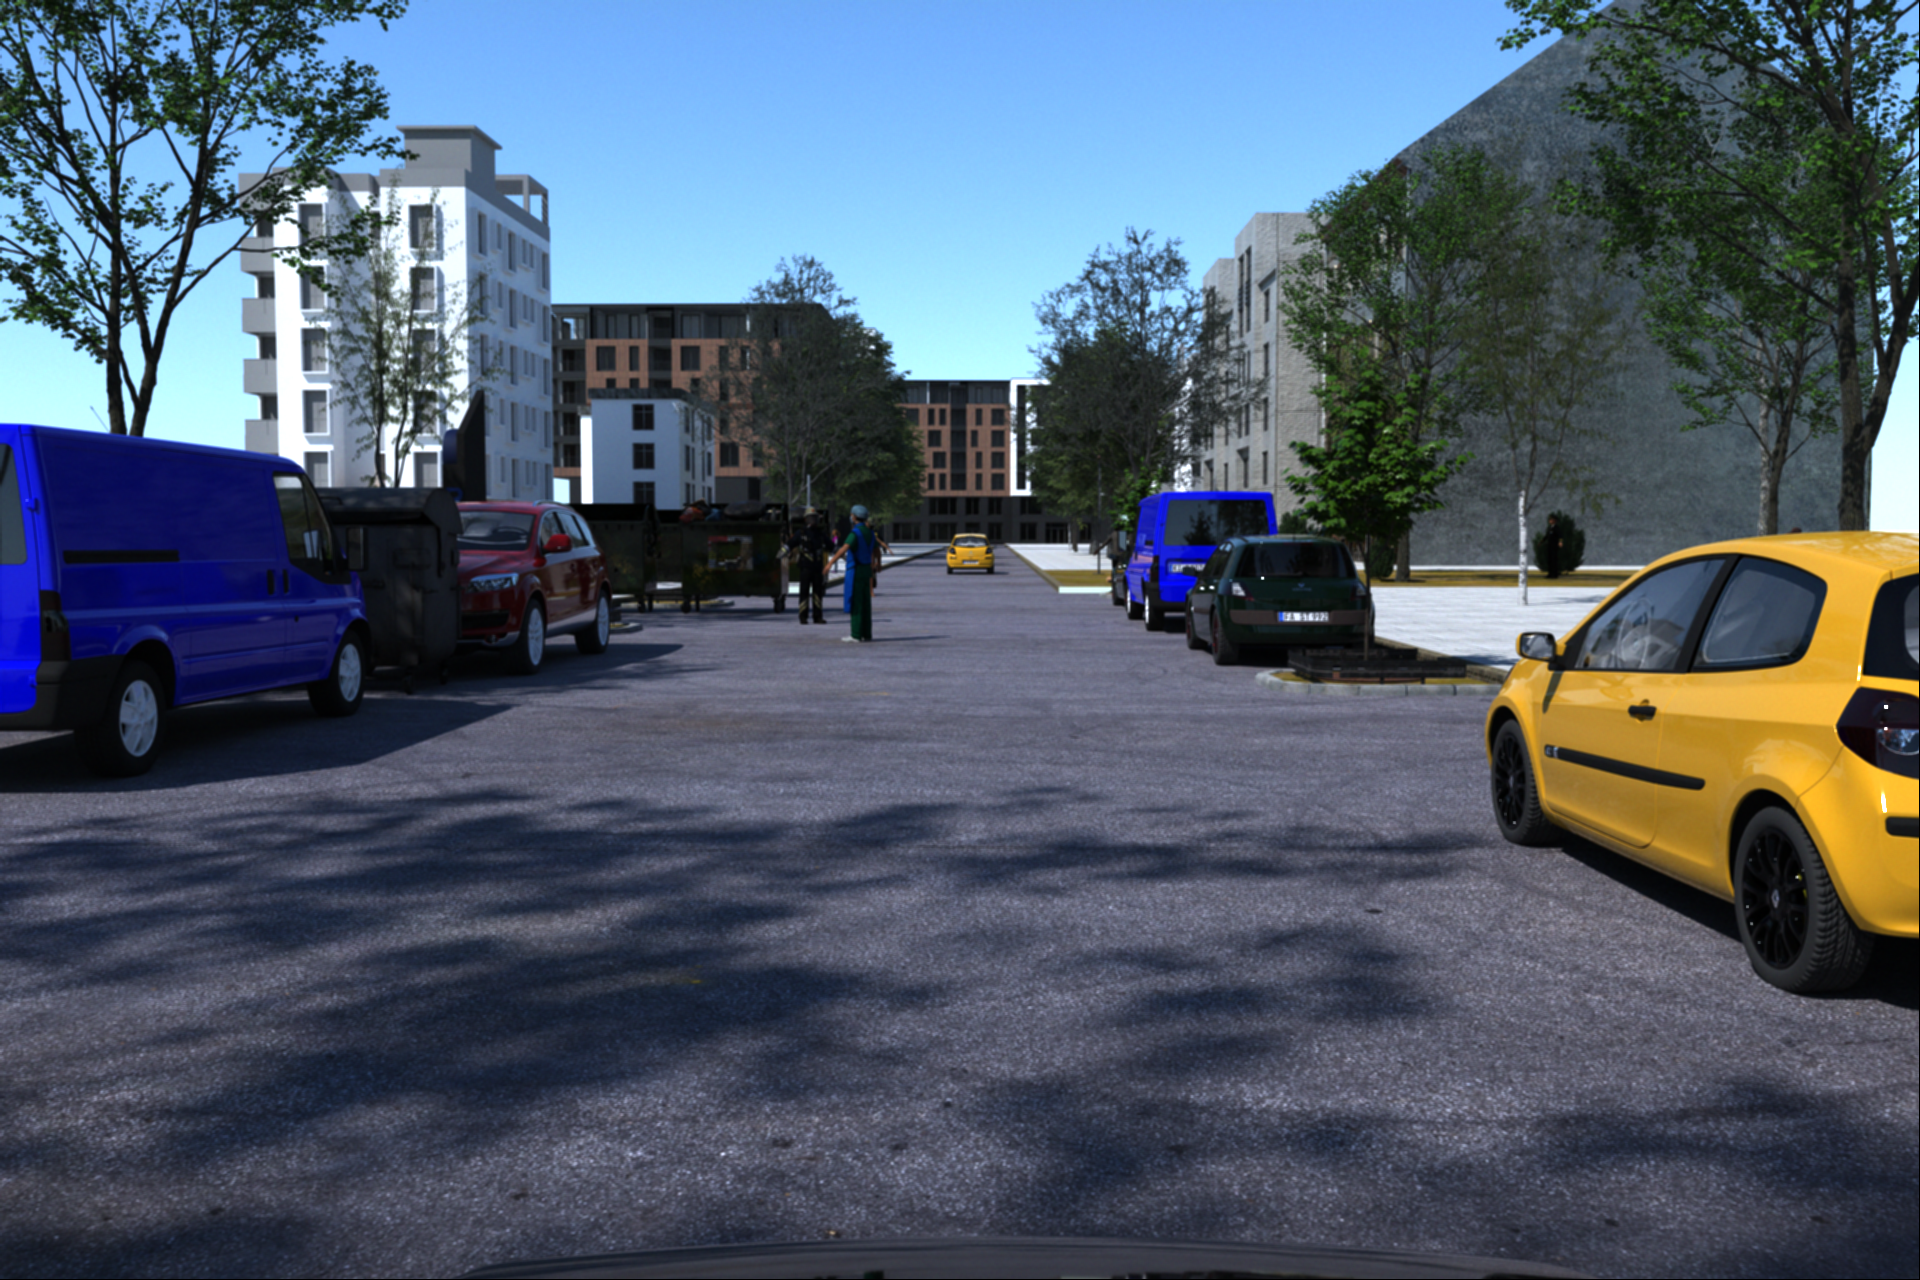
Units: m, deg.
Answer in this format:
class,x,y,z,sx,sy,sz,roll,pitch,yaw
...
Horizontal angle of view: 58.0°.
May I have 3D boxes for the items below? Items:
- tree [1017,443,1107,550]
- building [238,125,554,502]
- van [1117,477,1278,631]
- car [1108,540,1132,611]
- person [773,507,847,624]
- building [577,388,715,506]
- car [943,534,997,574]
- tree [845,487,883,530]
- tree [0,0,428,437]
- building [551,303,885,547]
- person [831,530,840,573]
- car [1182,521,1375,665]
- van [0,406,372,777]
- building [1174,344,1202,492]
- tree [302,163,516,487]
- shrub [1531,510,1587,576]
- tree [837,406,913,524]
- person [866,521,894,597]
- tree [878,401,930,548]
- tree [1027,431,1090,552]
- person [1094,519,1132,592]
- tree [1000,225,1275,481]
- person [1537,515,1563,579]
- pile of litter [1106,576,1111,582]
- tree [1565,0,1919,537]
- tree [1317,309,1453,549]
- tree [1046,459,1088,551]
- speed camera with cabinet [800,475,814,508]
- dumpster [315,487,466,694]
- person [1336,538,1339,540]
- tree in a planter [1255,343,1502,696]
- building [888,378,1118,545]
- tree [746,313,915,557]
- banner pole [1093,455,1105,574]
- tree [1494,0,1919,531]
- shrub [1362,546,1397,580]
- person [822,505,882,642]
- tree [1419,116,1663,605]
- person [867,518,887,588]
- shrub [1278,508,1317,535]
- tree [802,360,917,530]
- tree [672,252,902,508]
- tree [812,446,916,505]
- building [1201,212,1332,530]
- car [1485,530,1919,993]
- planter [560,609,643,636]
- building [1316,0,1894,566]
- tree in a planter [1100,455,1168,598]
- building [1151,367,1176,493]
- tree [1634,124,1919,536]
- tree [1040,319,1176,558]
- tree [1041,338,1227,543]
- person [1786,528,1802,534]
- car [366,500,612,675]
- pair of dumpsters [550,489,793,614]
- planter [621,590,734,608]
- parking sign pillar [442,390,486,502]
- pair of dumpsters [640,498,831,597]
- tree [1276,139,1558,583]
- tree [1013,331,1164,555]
class,x,y,z,sx,sy,sz,roll,pitch,yaw
tree,9.125,-12.633,140.964,8.767,10.594,7.601,-2,4,-31
building,-27.345,-13.777,81.682,16.016,20.090,11.380,0,4,0
van,3.710,-1.396,27.208,2.240,2.365,5.245,0,4,1
car,3.920,-1.450,33.498,2.009,1.686,4.222,0,3,0
person,-2.366,-1.184,27.602,1.354,1.856,0.705,-2,4,-27
building,-20.487,-10.493,113.706,9.099,9.664,28.070,0,4,0
car,0.371,-3.229,63.021,2.015,1.641,3.980,0,4,0
tree,-6.203,-10.886,128.343,4.360,8.622,3.978,0,3,0
tree,-11.499,-6.003,23.905,9.928,11.665,9.643,0,3,0
building,-22.397,-19.938,169.958,27.936,21.610,32.646,0,4,1
person,-4.196,-2.939,57.320,0.599,1.433,0.991,0,4,-8
car,3.664,-0.643,20.298,2.009,1.686,4.222,0,4,1
van,-5.745,-0.458,11.880,2.240,2.365,5.245,0,4,1
building,26.447,-19.276,171.585,16.016,20.090,11.380,0,4,1
tree,-11.745,-5.178,35.030,4.360,8.622,3.978,0,3,0
shrub,18.547,-3.038,53.706,1.661,2.075,1.752,0,3,0
tree,-7.278,-13.319,135.889,7.486,12.596,7.792,0,3,0
person,-2.120,-1.853,39.560,1.217,1.733,0.721,-1,4,-11
tree,-6.010,-13.985,146.783,7.486,12.596,7.792,0,3,0
tree,8.022,-11.562,123.447,7.601,10.594,8.767,-3,5,-42
person,3.812,-2.024,41.678,1.348,1.813,0.705,3,5,41
tree,7.180,-9.661,68.320,12.009,13.543,11.850,0,3,0
person,17.021,-2.683,49.798,0.705,1.837,1.347,-1,4,-9
pile of litter,4.435,-1.941,45.700,1.176,0.858,1.719,0,4,0
tree,27.613,-12.469,59.754,12.611,20.169,13.585,0,3,0
tree,13.772,-6.537,57.243,4.737,8.622,4.395,0,3,0
tree,8.308,-11.128,132.307,4.737,8.622,4.395,0,3,0
speed camera with cabinet,-5.198,-3.931,58.608,0.660,3.252,2.038,0,4,3
dumpster,-5.624,-0.472,15.940,1.865,1.857,1.264,0,4,2
person,15.806,-4.238,75.141,1.347,1.847,0.705,2,4,27
tree in a planter,3.843,-1.164,16.260,1.991,3.239,1.994,0,3,0
building,4.116,-24.007,238.937,32.646,21.610,27.936,0,4,-2
tree,-7.270,-11.752,98.797,9.857,13.997,8.962,0,3,0
banner pole,4.421,-3.964,54.834,0.401,3.779,0.863,0,4,1
tree,10.071,-5.700,18.956,9.928,11.665,9.643,0,3,0
shrub,11.763,-2.291,48.578,1.383,1.207,1.383,0,3,0
person,-1.365,-0.885,23.050,0.704,1.817,1.347,2,4,29
tree,10.222,-4.949,31.279,4.360,8.622,3.978,0,3,0
person,-2.413,-2.304,45.911,1.354,1.856,0.705,-3,5,-45
shrub,10.130,-2.979,52.744,1.661,2.075,1.752,0,3,0
tree,-6.491,-11.734,109.979,7.486,12.596,7.792,0,3,0
tree,-7.196,-10.060,74.857,12.009,13.543,11.850,0,3,0
tree,-7.169,-11.338,119.785,8.767,10.594,7.601,0,4,-2
building,24.757,-14.518,103.819,16.747,18.905,31.486,0,4,1
car,3.387,0.207,6.841,2.015,1.641,3.980,0,4,0
planter,-5.754,-0.263,25.434,1.991,0.319,1.994,0,4,2
building,27.372,-15.109,77.966,19.493,23.208,18.063,0,4,2
tree in a planter,4.192,-2.576,39.347,1.991,3.239,1.994,0,4,1
building,25.611,-20.531,192.100,16.016,20.090,11.380,0,4,1
tree,21.017,-7.247,44.240,9.928,11.665,9.643,0,3,0
tree,7.795,-10.605,91.522,7.486,12.596,7.792,0,3,0
tree,8.020,-8.964,80.967,8.767,10.594,7.601,-1,4,-11
person,18.472,-1.808,38.837,0.697,1.427,0.421,2,4,32
car,-5.299,-0.651,19.310,2.281,1.827,5.304,0,4,1
pair of dumpsters,-5.320,-1.631,31.624,4.436,2.255,1.574,0,4,1
planter,-5.553,-0.813,34.436,1.991,0.319,1.994,0,4,1
parking sign pillar,-9.094,-2.651,31.813,1.447,3.967,1.447,0,4,1
pair of dumpsters,-5.191,-2.124,39.671,4.436,2.255,1.574,0,4,1
tree,12.007,-7.354,45.991,9.928,11.665,9.643,0,3,0
tree,8.246,-12.268,107.236,9.857,13.997,8.962,0,3,0
